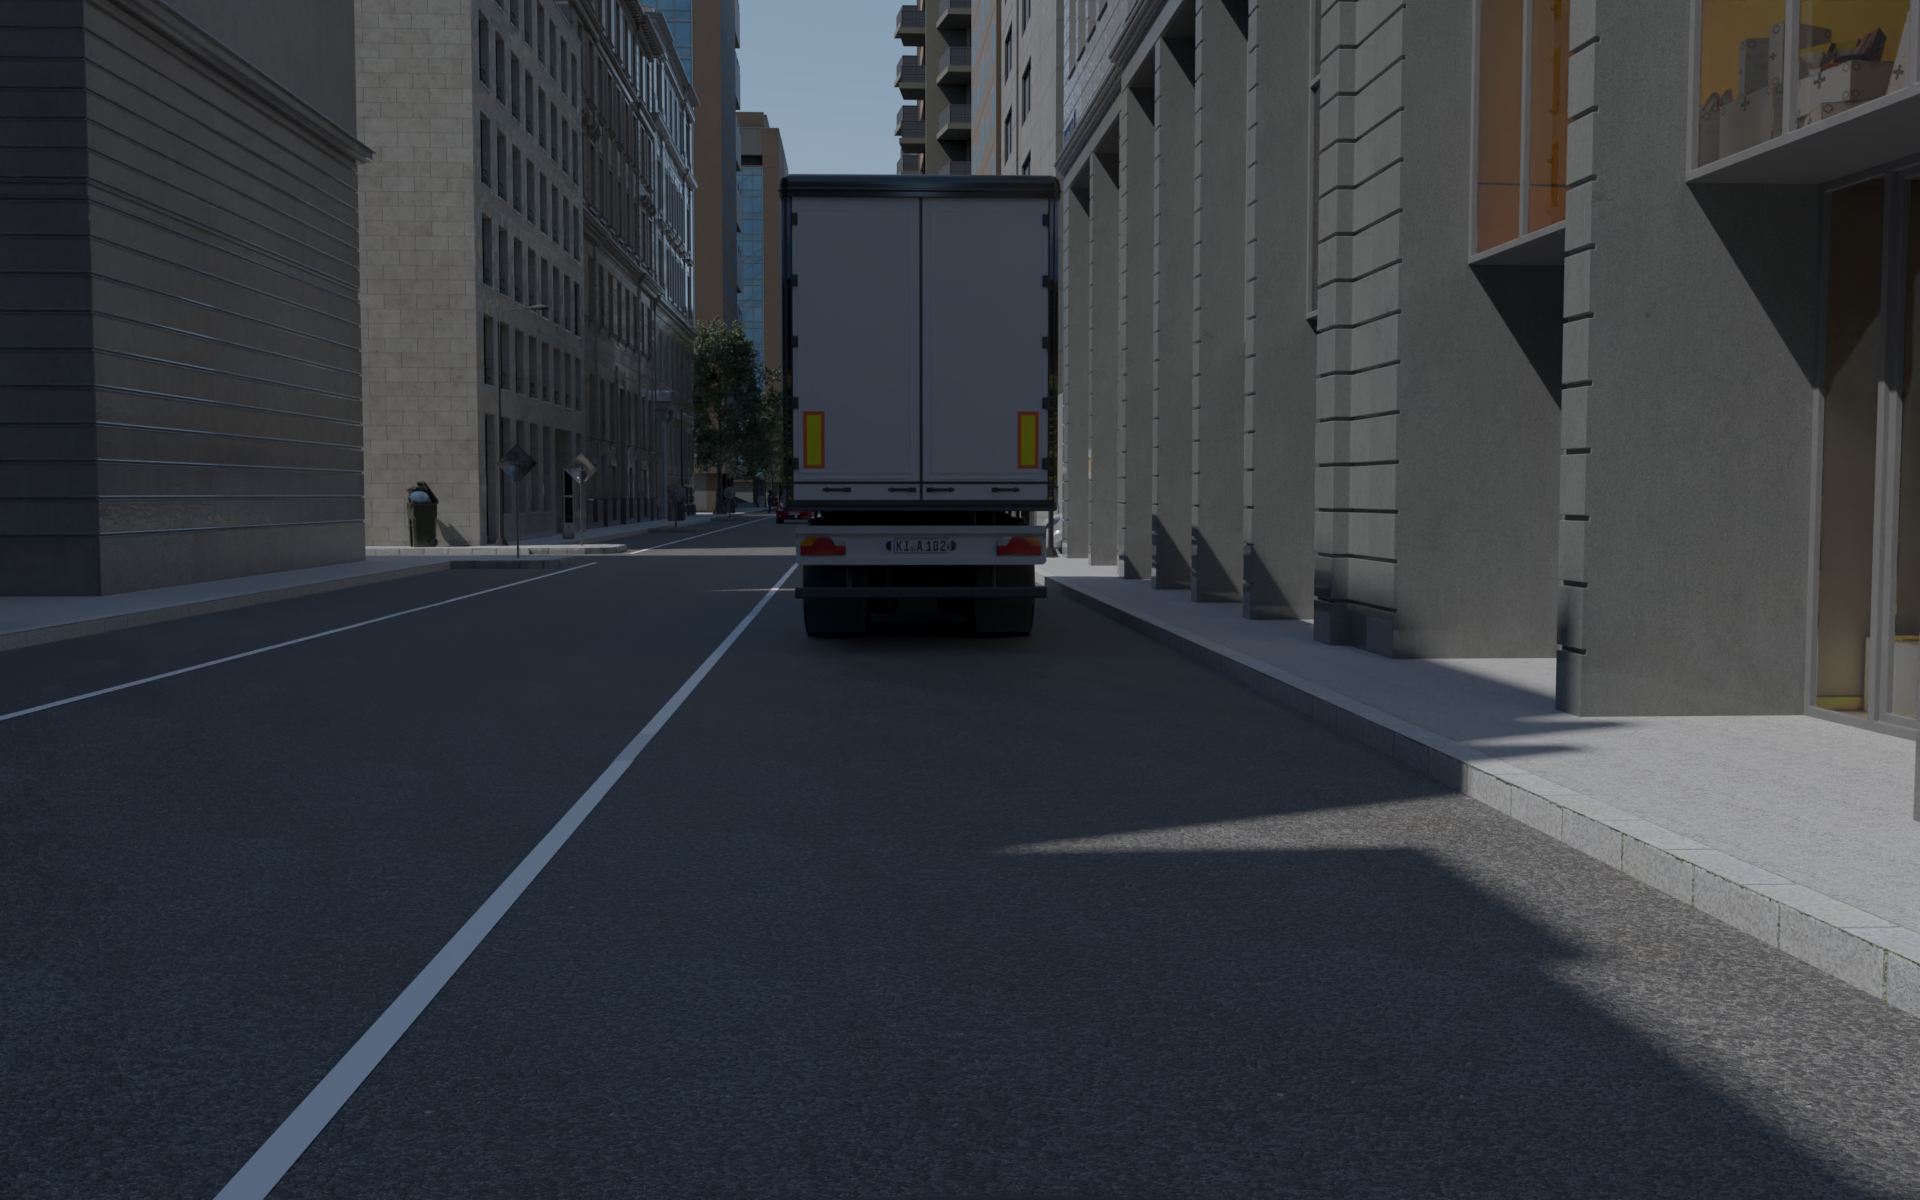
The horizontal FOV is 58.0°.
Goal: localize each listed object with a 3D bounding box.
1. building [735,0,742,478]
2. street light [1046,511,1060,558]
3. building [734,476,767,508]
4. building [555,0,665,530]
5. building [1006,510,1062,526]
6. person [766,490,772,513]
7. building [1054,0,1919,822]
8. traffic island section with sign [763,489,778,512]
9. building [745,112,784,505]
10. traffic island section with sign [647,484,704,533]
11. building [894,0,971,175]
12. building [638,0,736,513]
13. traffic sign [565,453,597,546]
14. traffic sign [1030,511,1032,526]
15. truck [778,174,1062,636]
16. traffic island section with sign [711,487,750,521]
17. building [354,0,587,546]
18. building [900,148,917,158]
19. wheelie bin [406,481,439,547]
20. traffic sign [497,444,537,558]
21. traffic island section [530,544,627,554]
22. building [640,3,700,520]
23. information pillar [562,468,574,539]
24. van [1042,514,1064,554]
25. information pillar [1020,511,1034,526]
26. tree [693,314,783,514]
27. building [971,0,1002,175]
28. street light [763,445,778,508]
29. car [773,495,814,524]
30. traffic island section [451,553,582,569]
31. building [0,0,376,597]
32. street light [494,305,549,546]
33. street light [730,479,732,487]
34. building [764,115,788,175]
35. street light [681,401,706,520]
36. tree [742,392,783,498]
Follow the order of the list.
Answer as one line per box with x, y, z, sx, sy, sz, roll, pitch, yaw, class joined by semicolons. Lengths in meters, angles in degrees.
-32.323;-33.906;143.605;28.713;52.752;27.495;0;4;-3;building
1.297;-3.810;34.830;1.470;5.913;1.316;0;4;-3;street light
-35.629;-29.230;169.790;32.217;40.220;23.993;0;4;-3;building
-19.656;-16.744;71.028;12.463;27.353;25.104;0;4;-3;building
12.206;-37.423;50.112;20.611;71.187;20.563;0;4;-3;building
-14.359;-7.371;129.731;0.721;1.735;1.217;0;4;2;person
8.311;-14.835;20.042;11.434;29.767;29.804;0;4;-3;building
-15.133;-8.141;141.740;1.989;1.847;2.006;0;4;-3;traffic island section with sign
-28.108;-34.056;206.919;14.600;45.320;14.200;0;4;-3;building
-10.659;-3.456;65.129;1.989;1.847;2.006;0;4;-3;traffic island section with sign
7.253;-27.471;103.778;22.147;44.769;28.867;0;4;-3;building
-23.375;-28.954;123.508;14.600;45.320;14.200;0;4;-3;building
-9.306;-2.381;42.569;0.795;2.450;0.064;0;4;-3;traffic sign
1.437;-1.929;35.175;0.795;2.450;0.064;0;4;-3;traffic sign
-0.527;-1.952;20.827;2.839;4.237;11.283;0;4;-2;truck
-12.246;-5.124;92.405;1.989;1.847;2.006;0;4;-3;traffic island section with sign
-17.492;-11.949;50.115;10.420;20.320;16.860;0;4;-3;building
3.432;-36.651;218.846;23.786;49.044;30.456;0;4;-3;building
-13.014;-2.079;41.892;0.693;1.594;0.980;-2;4;-32;wheelie bin
-8.841;-1.893;34.598;0.795;2.450;0.064;0;4;-3;traffic sign
-9.329;-1.245;42.630;2.009;0.180;2.903;0;4;-3;traffic island section
-21.544;-18.812;93.483;13.634;28.700;20.117;0;4;-3;building
-11.229;-2.759;49.609;0.304;2.012;0.304;-1;4;-20;information pillar
3.802;-1.920;38.411;4.112;2.044;2.013;0;4;-2;van
1.636;-2.317;42.369;0.304;2.012;0.304;1;4;16;information pillar
-15.377;-11.832;110.456;9.611;12.733;9.660;0;3;0;tree
7.821;-25.779;71.603;14.600;45.320;14.200;0;4;-3;building
-17.878;-11.693;163.715;1.470;5.913;1.316;0;4;-3;street light
-8.124;-4.684;85.625;2.155;1.783;4.494;0;4;-3;car
-8.864;-0.757;34.658;2.009;0.180;2.903;0;4;-3;traffic island section
-22.642;-11.280;26.231;24.055;21.916;13.314;0;4;-3;building
-10.791;-4.290;42.678;1.470;5.913;1.316;0;4;-3;street light
-15.236;-8.971;119.211;1.470;5.913;1.316;0;4;-3;street light
-33.220;-36.741;224.420;21.300;48.544;21.600;0;4;-3;building
-13.287;-6.946;86.107;1.470;5.913;1.316;0;4;-3;street light
-21.230;-16.791;192.655;7.486;12.596;7.792;0;3;0;tree
